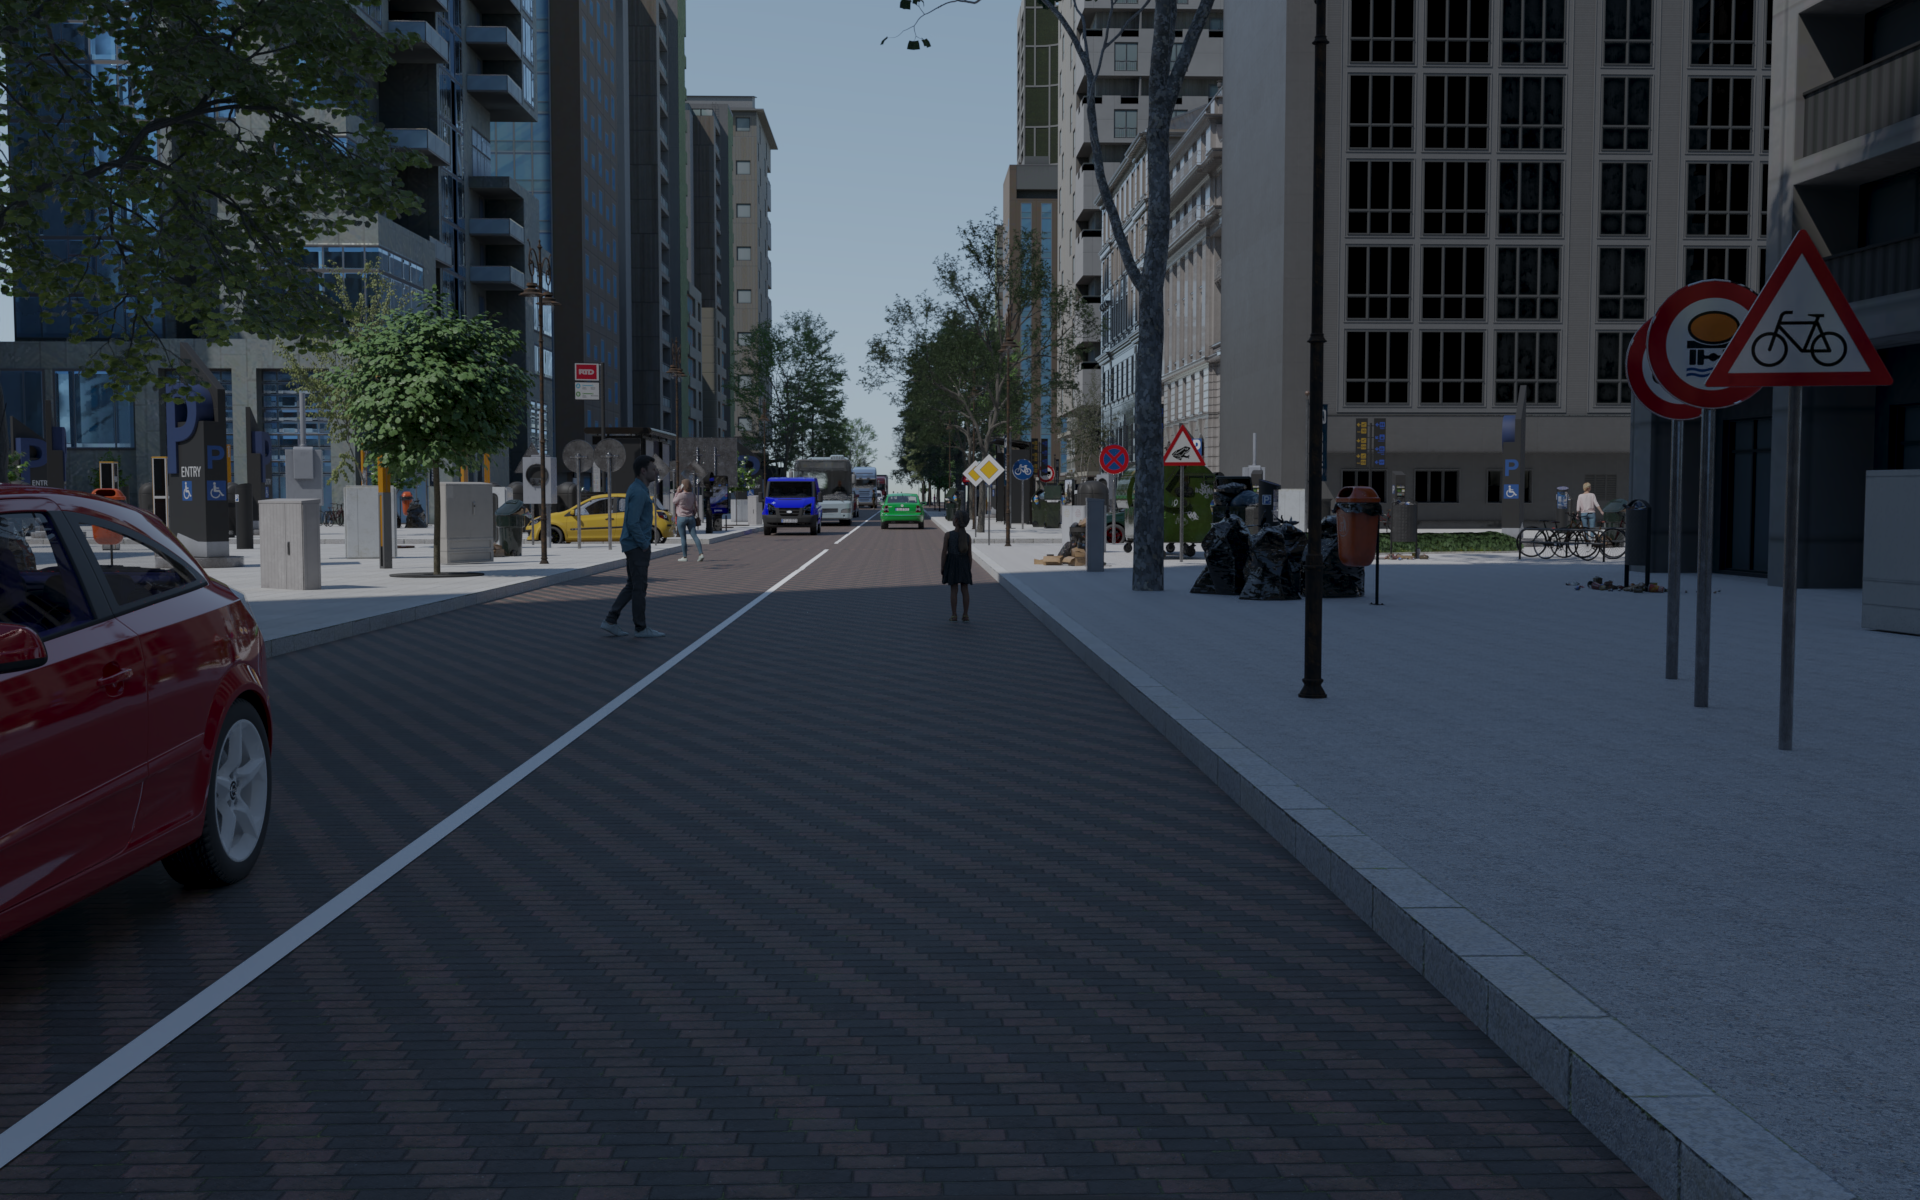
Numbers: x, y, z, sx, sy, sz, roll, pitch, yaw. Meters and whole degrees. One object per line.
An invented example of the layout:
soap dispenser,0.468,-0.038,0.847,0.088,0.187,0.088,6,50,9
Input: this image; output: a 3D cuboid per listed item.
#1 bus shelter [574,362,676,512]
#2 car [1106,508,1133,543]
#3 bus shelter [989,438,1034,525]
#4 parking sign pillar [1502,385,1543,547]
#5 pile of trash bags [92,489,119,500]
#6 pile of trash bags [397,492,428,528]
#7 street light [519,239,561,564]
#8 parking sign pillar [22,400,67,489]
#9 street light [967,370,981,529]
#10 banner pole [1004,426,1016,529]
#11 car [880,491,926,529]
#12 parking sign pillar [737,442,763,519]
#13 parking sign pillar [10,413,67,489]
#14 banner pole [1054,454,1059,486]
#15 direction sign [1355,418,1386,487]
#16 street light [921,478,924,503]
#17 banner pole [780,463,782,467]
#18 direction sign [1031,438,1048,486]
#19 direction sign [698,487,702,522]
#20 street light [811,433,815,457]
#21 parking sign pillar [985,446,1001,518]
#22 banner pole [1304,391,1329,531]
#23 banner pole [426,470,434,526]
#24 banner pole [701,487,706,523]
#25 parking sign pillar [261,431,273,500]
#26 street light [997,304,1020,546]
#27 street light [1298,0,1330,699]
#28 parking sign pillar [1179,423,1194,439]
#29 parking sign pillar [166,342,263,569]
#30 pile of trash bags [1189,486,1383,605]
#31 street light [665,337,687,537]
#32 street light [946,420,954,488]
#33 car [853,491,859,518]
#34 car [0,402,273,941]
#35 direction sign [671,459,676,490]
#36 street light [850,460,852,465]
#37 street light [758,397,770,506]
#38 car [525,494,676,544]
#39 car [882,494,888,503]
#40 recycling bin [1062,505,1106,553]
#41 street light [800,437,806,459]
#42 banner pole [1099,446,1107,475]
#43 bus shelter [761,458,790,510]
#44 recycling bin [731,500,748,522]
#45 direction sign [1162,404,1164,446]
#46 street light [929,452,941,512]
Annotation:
bus shelter,-10.757,-4.769,55.598,2.179,5.291,8.768,0,4,-2
car,5.313,-2.267,46.855,4.222,1.686,2.009,0,3,0
bus shelter,2.227,-5.148,75.460,1.731,3.624,6.357,0,4,-2
parking sign pillar,13.582,-3.302,42.464,1.447,3.967,1.447,1,4,23
pile of trash bags,-15.376,-1.124,28.128,3.447,1.369,1.912,-1,4,-17
pile of trash bags,-21.264,-3.450,66.152,1.912,1.369,3.447,-1,4,-13
street light,-7.635,-3.599,31.631,0.468,5.910,1.993,0,4,-2
parking sign pillar,-26.258,-3.785,50.352,1.447,3.967,1.447,-2,4,-24
street light,0.503,-5.496,62.643,0.468,5.910,1.993,0,4,-2
banner pole,1.790,-4.545,64.325,0.401,3.779,0.863,-1,4,-20
car,-2.377,-3.868,72.038,1.959,1.807,4.718,0,4,-1
parking sign pillar,-10.659,-6.060,87.556,1.447,3.967,1.447,-2,4,-24
parking sign pillar,-32.279,-4.395,60.329,1.447,3.967,1.447,2,4,30
banner pole,6.057,-7.272,108.910,0.401,3.779,0.863,2,4,28
direction sign,12.253,-3.654,51.748,0.876,3.537,0.379,0,4,5
street light,-4.034,-14.018,201.987,0.468,5.910,1.993,0,4,-2
banner pole,-12.613,-8.085,122.207,0.401,3.779,0.863,-1,4,-10
direction sign,3.233,-4.800,70.485,0.876,3.537,0.379,-3,4,-38
direction sign,-12.170,-5.412,80.478,0.876,3.537,0.379,-3,5,-45
street light,-10.808,-9.475,127.697,0.468,5.910,1.993,0,4,-2
parking sign pillar,1.994,-6.405,93.186,1.447,3.967,1.447,-1,4,-11
banner pole,8.633,-3.193,42.215,0.863,3.779,0.401,-2,4,-27
banner pole,-21.201,-4.855,69.393,0.401,3.779,0.863,2,4,30
banner pole,-11.180,-5.296,76.610,0.863,3.779,0.401,-3,4,-36
parking sign pillar,-21.895,-4.017,54.150,1.447,3.967,1.447,0,4,-7
street light,1.177,-4.253,42.328,0.468,5.910,1.993,0,4,-2
street light,2.227,-2.323,10.762,0.468,5.910,1.993,0,4,-2
parking sign pillar,8.464,-4.679,64.975,1.447,3.967,1.447,-1,4,-22
parking sign pillar,-13.356,-2.560,30.326,1.447,3.967,1.447,3,5,39
pile of trash bags,4.235,-0.708,21.330,1.912,1.369,3.447,-1,4,-15
street light,-8.365,-4.800,51.268,0.468,5.910,1.993,0,4,-2
street light,-0.554,-7.438,94.403,0.468,5.910,1.993,0,4,-2
car,-7.312,-6.008,106.905,2.281,1.827,5.304,0,4,-1
car,-3.460,0.253,4.903,2.155,1.783,4.494,0,4,-3
direction sign,-18.818,-7.392,112.851,0.379,3.537,0.876,3,5,43
street light,-13.395,-14.594,211.391,0.468,5.910,1.993,0,4,-2
street light,-9.336,-6.731,82.837,0.468,5.910,1.993,0,4,-2
car,-9.719,-2.244,46.910,3.980,1.641,2.015,0,4,-3
car,-5.537,-8.272,145.036,2.009,1.686,4.222,0,4,-2
recycling bin,2.722,-1.555,37.975,0.722,1.027,0.722,-3,5,-40
street light,-10.396,-8.663,114.435,0.468,5.910,1.993,0,4,-2
banner pole,7.395,-6.088,89.549,0.401,3.779,0.863,3,5,45
bus shelter,-12.439,-7.631,116.055,1.731,3.624,6.357,0,4,-2
recycling bin,-10.114,-4.105,79.676,0.722,1.027,0.722,-1,4,-20
direction sign,4.759,-3.128,43.146,0.876,3.537,0.379,-3,5,-41
street light,-2.004,-10.134,138.485,0.468,5.910,1.993,0,4,-2
